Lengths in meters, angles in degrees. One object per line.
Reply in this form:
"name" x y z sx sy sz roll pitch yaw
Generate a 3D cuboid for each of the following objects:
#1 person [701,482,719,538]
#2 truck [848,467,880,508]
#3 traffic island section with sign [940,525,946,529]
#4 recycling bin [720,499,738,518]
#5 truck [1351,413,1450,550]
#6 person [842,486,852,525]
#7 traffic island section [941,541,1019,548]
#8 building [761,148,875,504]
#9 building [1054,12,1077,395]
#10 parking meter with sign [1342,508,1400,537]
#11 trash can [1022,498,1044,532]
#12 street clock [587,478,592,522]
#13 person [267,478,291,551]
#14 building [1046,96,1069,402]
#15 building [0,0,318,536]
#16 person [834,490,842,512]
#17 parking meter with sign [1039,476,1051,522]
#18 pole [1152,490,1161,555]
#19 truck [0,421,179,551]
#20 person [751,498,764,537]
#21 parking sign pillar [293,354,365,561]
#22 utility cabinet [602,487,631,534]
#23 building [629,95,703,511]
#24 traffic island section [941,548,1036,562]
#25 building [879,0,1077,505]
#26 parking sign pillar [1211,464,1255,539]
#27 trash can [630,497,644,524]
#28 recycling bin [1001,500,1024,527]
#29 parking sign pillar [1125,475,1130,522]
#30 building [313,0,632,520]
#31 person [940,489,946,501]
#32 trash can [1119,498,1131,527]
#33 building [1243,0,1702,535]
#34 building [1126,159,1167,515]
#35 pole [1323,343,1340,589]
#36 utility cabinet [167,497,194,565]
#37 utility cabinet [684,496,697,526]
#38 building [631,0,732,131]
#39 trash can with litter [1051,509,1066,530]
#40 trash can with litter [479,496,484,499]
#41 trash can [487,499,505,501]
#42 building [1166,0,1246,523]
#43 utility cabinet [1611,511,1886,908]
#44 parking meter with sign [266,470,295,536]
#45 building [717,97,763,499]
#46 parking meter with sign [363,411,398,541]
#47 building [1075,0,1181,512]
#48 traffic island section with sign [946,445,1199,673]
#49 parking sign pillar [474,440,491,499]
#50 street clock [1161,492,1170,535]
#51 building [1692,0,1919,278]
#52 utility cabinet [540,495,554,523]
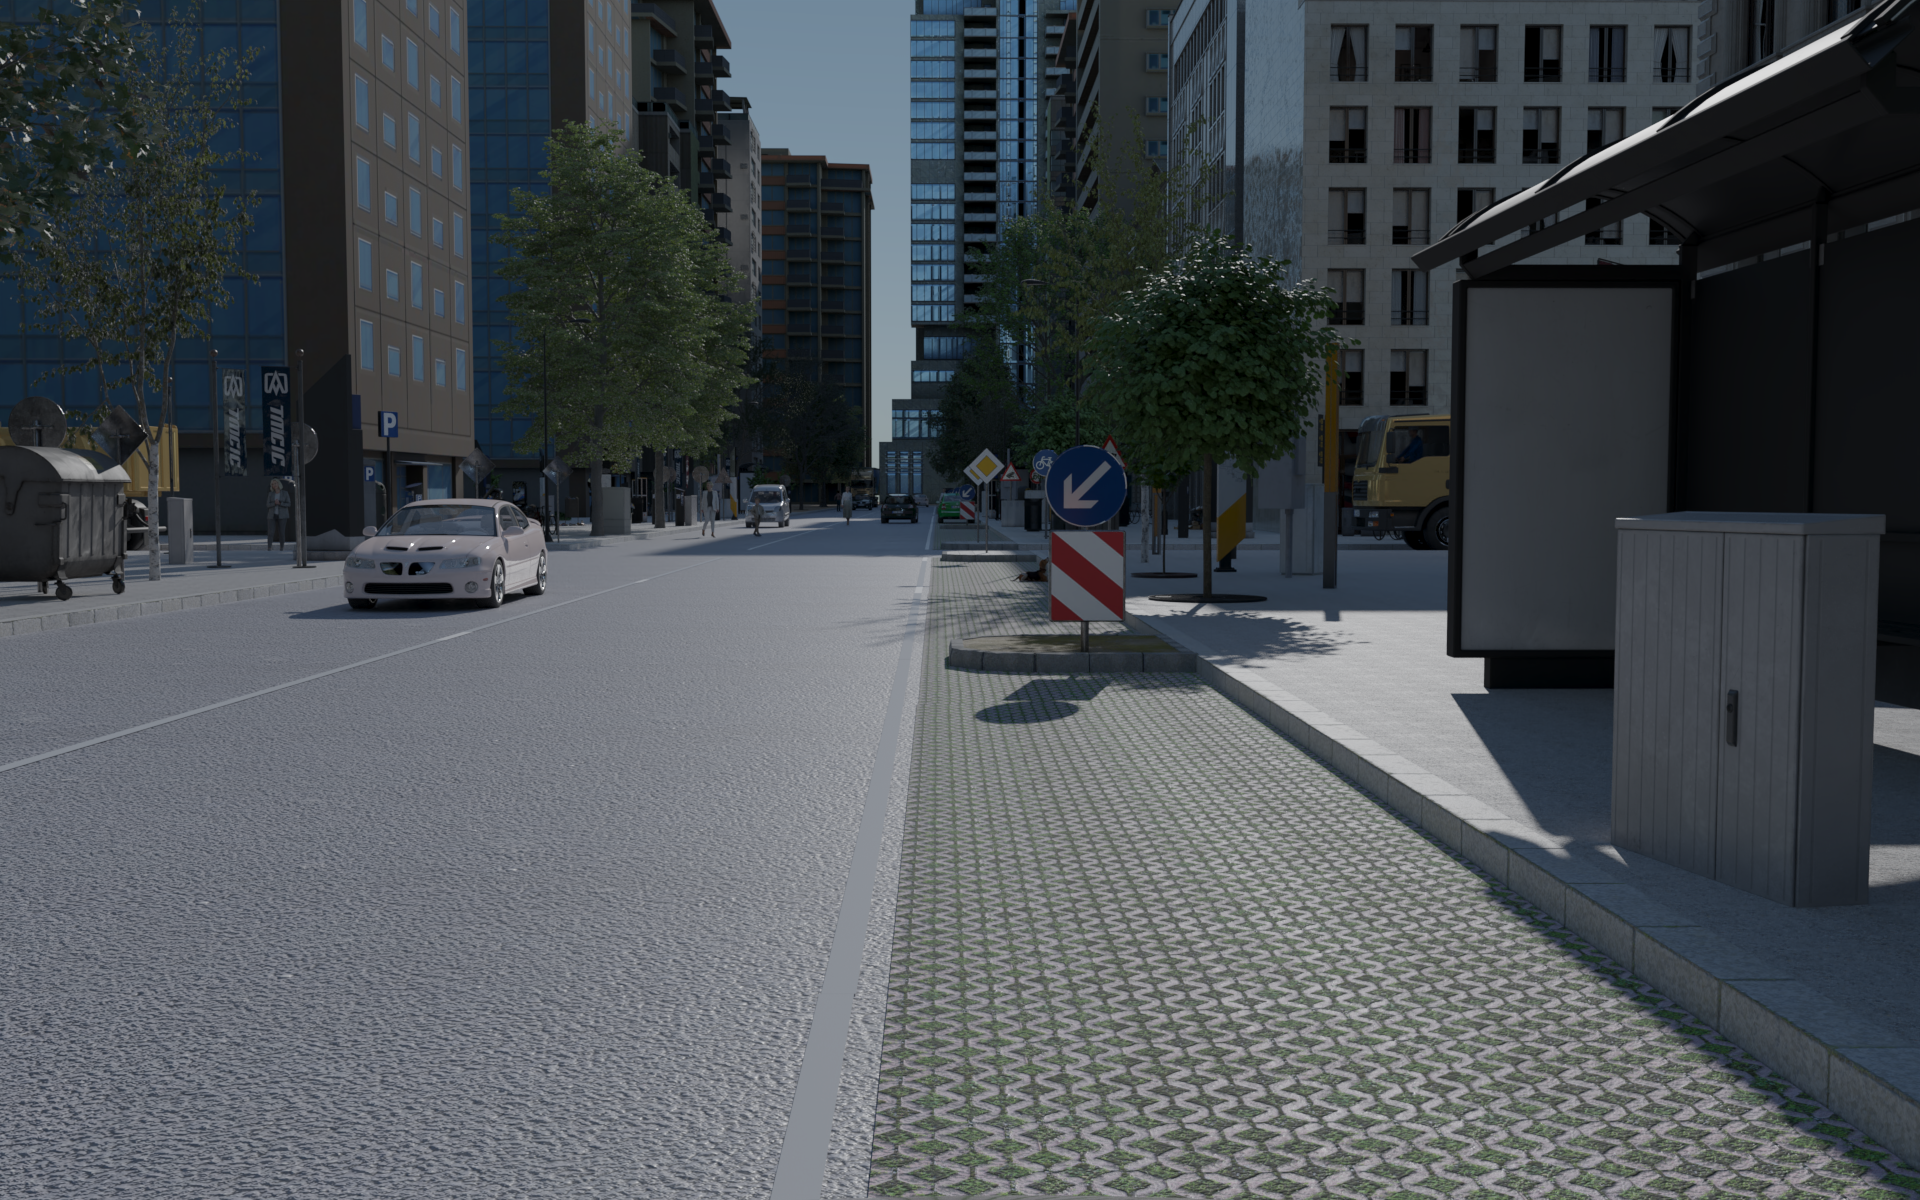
"person" -8.292 -2.991 57.283 0.514 1.842 0.818 -2 4 -30
"truck" -10.108 -11.946 184.226 2.839 4.237 11.283 0 4 1
"traffic island section with sign" 0.177 -3.820 71.078 1.989 1.847 2.006 0 4 -1
"recycling bin" -12.209 -4.828 91.497 0.722 1.027 0.722 -3 4 -37
"truck" 13.747 -2.831 42.214 9.791 3.379 3.469 0 3 0
"person" -5.194 -4.353 79.903 0.478 1.798 0.641 1 4 9
"traffic island section" 0.500 -1.435 45.737 2.009 0.180 2.903 0 4 -1
"building" -25.569 -34.702 222.005 28.867 44.769 22.147 0 4 -1
"building" 20.045 -30.801 158.214 22.147 44.769 28.867 0 4 -1
"parking meter with sign" 12.454 -3.431 52.353 1.738 3.016 0.543 0 4 7
"trash can" 2.497 -2.906 59.174 0.748 1.137 0.748 0 3 0
"street clock" -16.644 -4.515 78.395 0.358 2.002 0.471 -3 5 -42
"person" -16.158 -1.980 41.055 0.537 1.800 0.526 0 4 -5
"building" 16.004 -30.464 181.687 14.154 41.232 14.086 0 4 -1
"building" -25.638 -24.996 58.792 14.600 45.320 14.200 0 4 -1
"person" -9.872 -8.100 141.640 1.217 1.736 0.721 3 5 41
"parking meter with sign" 4.027 -5.107 79.766 0.543 3.016 1.738 -1 4 -21
"pole" 4.166 -2.616 36.622 0.158 3.312 0.155 0 3 0
"truck" -24.002 -2.770 41.217 9.791 3.379 3.469 0 4 -1
"person" -6.812 -2.792 58.427 0.475 1.303 0.640 -3 4 -38
"parking sign pillar" -12.298 -2.774 33.819 1.447 3.967 1.447 2 4 24
"utility cabinet" -10.971 -2.831 54.961 1.173 1.500 0.318 2 4 34
"building" -27.092 -21.780 127.809 14.160 30.474 14.107 0 4 -1
"traffic island section" 0.602 -0.946 37.752 2.009 0.180 2.903 0 4 -1
"building" 5.411 -55.595 221.655 31.000 86.520 22.319 0 4 -1
"parking sign pillar" 7.869 -3.787 50.397 1.447 3.967 1.447 3 5 41
"trash can" -14.154 -3.914 75.645 0.748 1.137 0.748 0 3 0
"recycling bin" 2.106 -3.381 67.834 0.722 1.027 0.722 3 5 44
"parking sign pillar" 7.454 -5.814 83.528 1.447 3.967 1.447 3 4 37
"building" -26.953 -27.476 99.342 14.600 45.320 14.200 0 4 -1
"person" -1.041 -6.436 113.949 0.478 1.798 0.641 2 4 32
"trash can" 6.362 -3.452 68.101 0.748 1.137 0.748 0 3 0
"building" 18.934 -12.484 58.860 16.860 20.320 10.420 0 4 -1
"building" 17.374 -17.401 103.592 14.460 24.649 34.723 0 4 -1
"pole" 5.032 -1.811 23.460 0.158 3.312 0.155 0 3 0
"utility cabinet" -14.400 -1.276 32.017 0.306 1.237 1.020 -1 4 -16
"utility cabinet" -10.927 -3.615 70.262 0.306 1.237 1.020 0 4 4
"building" -31.553 -30.275 149.625 22.147 44.769 28.867 0 4 -1
"trash can with litter" 3.523 -2.797 57.112 1.055 1.170 0.624 1 4 18
"trash can with litter" -19.255 -3.643 70.624 1.678 1.210 2.233 0 4 2
"trash can" -13.833 -2.420 51.227 0.748 1.137 0.748 0 3 0
"building" 16.402 -15.797 76.297 12.078 24.808 19.932 0 4 -1
"utility cabinet" 2.610 0.325 5.851 0.306 1.237 1.020 -1 4 -11
"parking meter with sign" -20.089 -3.376 51.458 1.738 3.016 0.543 3 5 43
"building" -27.961 -30.399 180.625 14.086 41.232 14.154 0 4 -1
"parking meter with sign" -12.816 -2.481 36.817 1.738 3.016 0.543 1 4 20
"building" 20.326 -31.119 132.497 21.300 48.544 21.600 0 4 -1
"traffic island section with sign" 0.902 -0.374 14.747 1.989 1.847 2.006 0 4 -1
"parking sign pillar" -23.778 -5.985 86.325 1.447 3.967 1.447 0 4 2
"street clock" 6.423 -3.044 54.342 0.358 2.002 0.471 0 4 -7
"building" 17.082 -11.632 19.055 11.050 23.489 19.941 0 4 -1
"utility cabinet" -18.213 -3.991 76.412 0.306 1.237 1.020 0 4 6
